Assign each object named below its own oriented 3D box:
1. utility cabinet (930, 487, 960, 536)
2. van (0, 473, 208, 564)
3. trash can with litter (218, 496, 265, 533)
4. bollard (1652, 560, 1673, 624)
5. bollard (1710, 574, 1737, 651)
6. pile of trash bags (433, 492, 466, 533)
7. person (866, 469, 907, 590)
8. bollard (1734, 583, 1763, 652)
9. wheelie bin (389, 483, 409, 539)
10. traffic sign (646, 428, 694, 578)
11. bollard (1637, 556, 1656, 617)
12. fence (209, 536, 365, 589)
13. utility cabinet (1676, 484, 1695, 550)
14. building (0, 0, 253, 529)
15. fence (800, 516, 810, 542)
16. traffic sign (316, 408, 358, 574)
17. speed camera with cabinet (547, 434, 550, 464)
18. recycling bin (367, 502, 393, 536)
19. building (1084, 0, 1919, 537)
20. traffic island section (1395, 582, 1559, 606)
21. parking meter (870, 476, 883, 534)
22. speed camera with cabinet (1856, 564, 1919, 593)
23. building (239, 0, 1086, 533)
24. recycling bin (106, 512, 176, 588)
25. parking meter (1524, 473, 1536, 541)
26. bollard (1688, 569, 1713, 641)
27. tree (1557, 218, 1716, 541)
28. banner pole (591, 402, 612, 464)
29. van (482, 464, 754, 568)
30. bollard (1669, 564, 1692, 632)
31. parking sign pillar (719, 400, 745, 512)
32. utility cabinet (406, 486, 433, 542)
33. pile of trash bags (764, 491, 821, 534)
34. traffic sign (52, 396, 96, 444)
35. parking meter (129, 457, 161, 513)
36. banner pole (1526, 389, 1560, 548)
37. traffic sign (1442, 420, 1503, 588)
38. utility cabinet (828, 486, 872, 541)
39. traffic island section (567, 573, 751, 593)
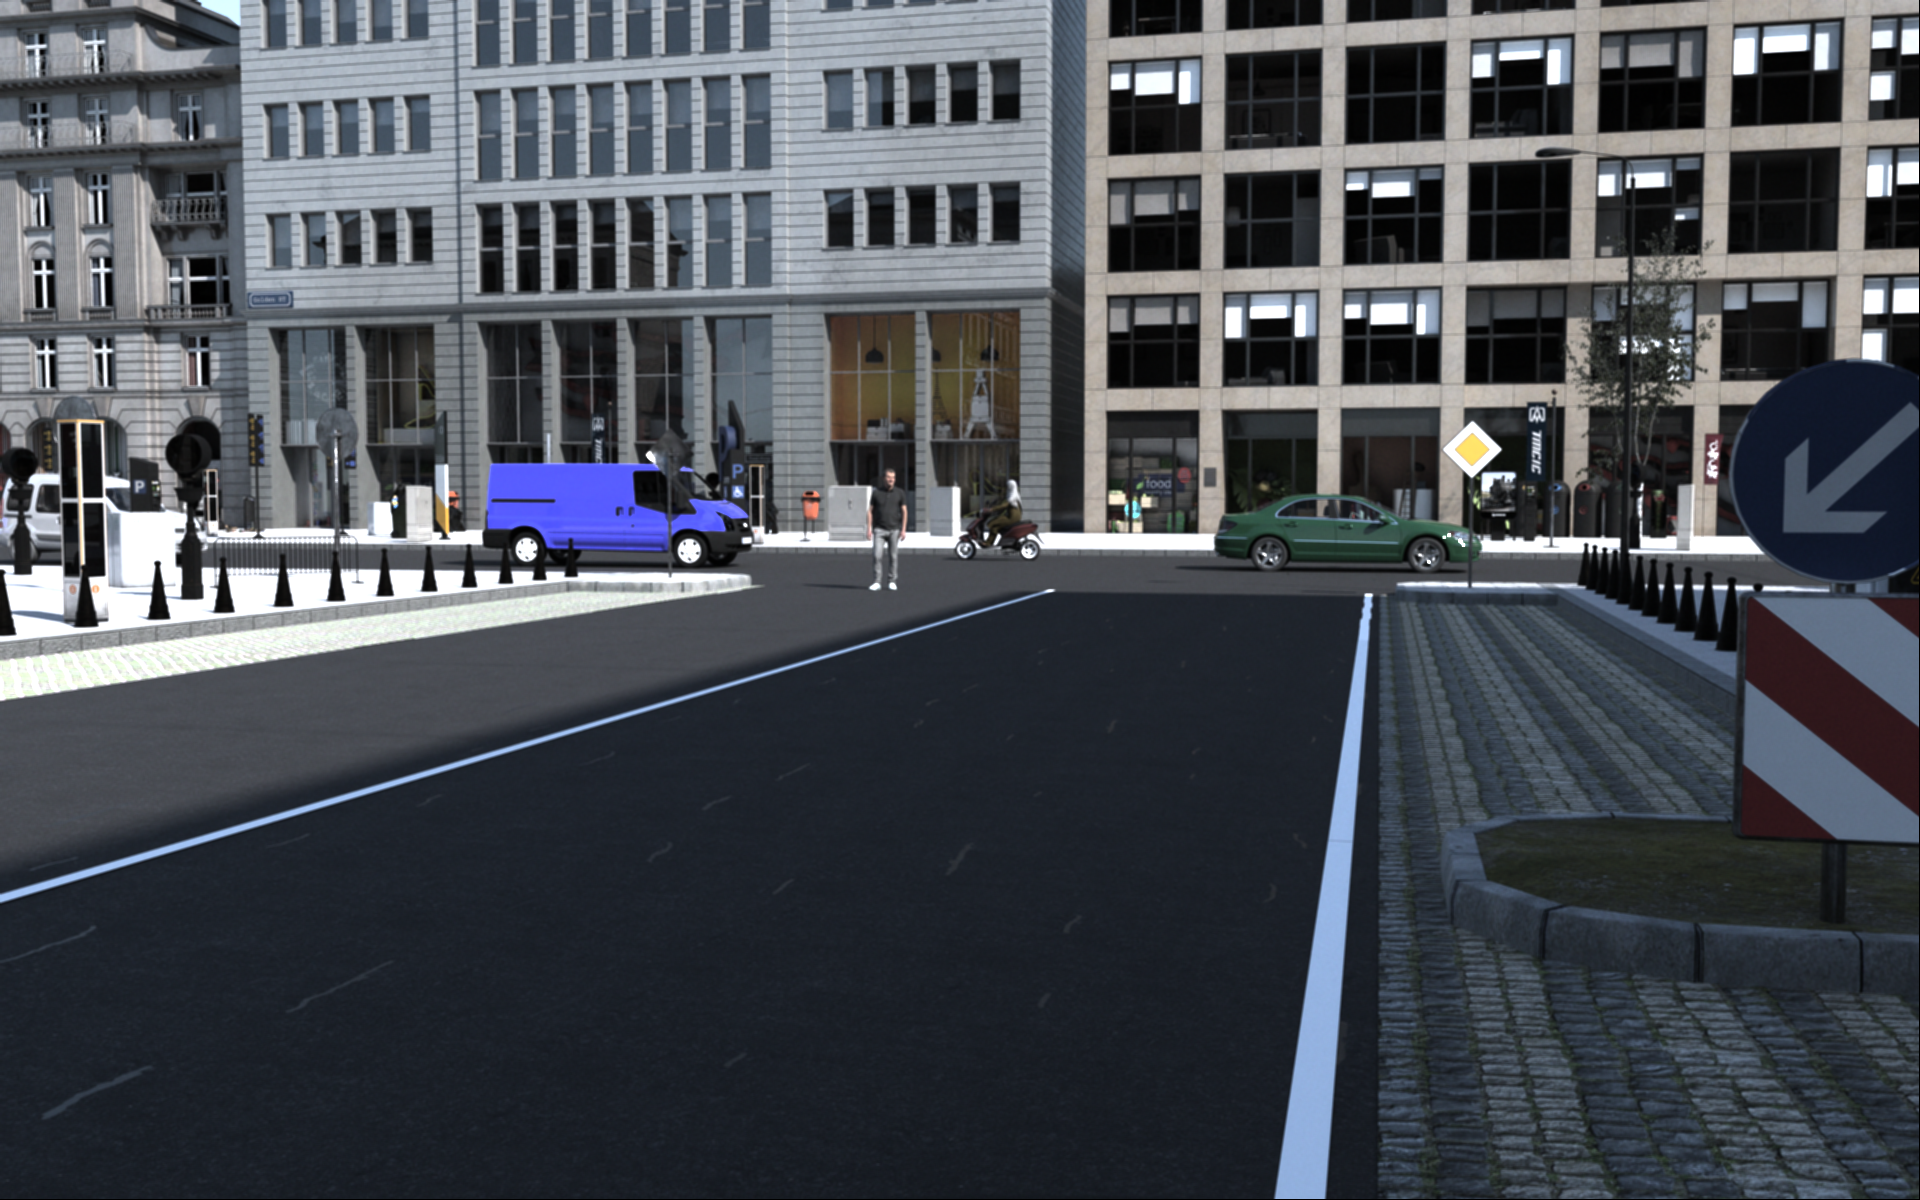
[{"bbox_3d":[-0.442,-2.662,52.203,0.318,1.500,1.173,-3,4,-36],"label":"utility cabinet"},{"bbox_3d":[-17.570,-1.748,35.591,4.112,2.044,2.013,1,4,14],"label":"van"},{"bbox_3d":[-24.258,-2.890,58.312,1.678,1.210,2.233,1,4,15],"label":"trash can with litter"},{"bbox_3d":[7.050,-0.072,17.217,0.229,0.601,0.229,0,3,0],"label":"bollard"},{"bbox_3d":[6.322,0.113,14.202,0.229,0.601,0.229,0,3,0],"label":"bollard"},{"bbox_3d":[-17.743,-3.010,58.960,1.912,1.369,3.447,0,4,1],"label":"pile of trash bags"},{"bbox_3d":[-1.106,-1.058,25.931,0.598,1.807,0.434,1,4,11],"label":"person"},{"bbox_3d":[6.076,0.174,13.200,0.229,0.601,0.229,0,3,0],"label":"bollard"},{"bbox_3d":[-16.030,-2.576,50.033,0.693,1.594,0.980,0,4,6],"label":"wheelie bin"},{"bbox_3d":[-4.430,-1.394,26.438,0.795,2.450,0.064,1,4,14],"label":"traffic sign"},{"bbox_3d":[7.289,-0.133,18.216,0.229,0.601,0.229,0,3,0],"label":"bollard"},{"bbox_3d":[-9.415,-0.544,24.268,2.069,0.683,0.278,-3,5,-41],"label":"fence"},{"bbox_3d":[16.585,-1.892,39.614,0.318,1.500,1.173,2,4,26],"label":"utility cabinet"},{"bbox_3d":[-36.146,-14.090,72.168,24.055,21.916,13.314,1,4,14],"label":"building"},{"bbox_3d":[-4.225,-1.952,47.291,0.278,0.683,2.069,0,4,-4],"label":"fence"},{"bbox_3d":[-9.192,-1.555,25.527,0.768,2.556,0.104,1,4,21],"label":"traffic sign"},{"bbox_3d":[-12.794,-3.806,56.563,2.038,3.252,0.660,2,4,33],"label":"speed camera with cabinet"},{"bbox_3d":[-17.695,-2.478,53.070,0.722,1.027,0.722,-2,4,-35],"label":"recycling bin"},{"bbox_3d":[22.800,-15.671,60.744,34.151,26.468,19.350,1,4,14],"label":"building"},{"bbox_3d":[7.005,-0.089,23.733,2.009,0.180,2.903,1,4,14],"label":"traffic island section"},{"bbox_3d":[-2.727,-3.091,56.253,0.399,1.863,0.255,2,4,33],"label":"parking meter"},{"bbox_3d":[8.592,-1.224,14.348,2.038,3.252,0.660,1,4,11],"label":"speed camera with cabinet"},{"bbox_3d":[-10.277,-17.531,64.119,29.804,29.767,11.434,1,4,14],"label":"building"},{"bbox_3d":[-11.356,-0.700,23.998,0.722,1.027,0.722,-3,5,-43],"label":"recycling bin"},{"bbox_3d":[15.477,-2.528,47.037,0.255,1.863,0.399,1,4,12],"label":"parking meter"},{"bbox_3d":[6.563,0.051,15.200,0.229,0.601,0.229,0,3,0],"label":"bollard"},{"bbox_3d":[18.512,-5.920,47.152,4.360,8.622,3.978,0,3,0],"label":"tree"},{"bbox_3d":[-9.707,-3.496,47.170,0.863,3.779,0.401,2,4,27],"label":"banner pole"},{"bbox_3d":[-6.736,-1.846,34.568,5.245,2.365,2.240,1,4,12],"label":"van"},{"bbox_3d":[6.811,-0.010,16.212,0.229,0.601,0.229,0,3,0],"label":"bollard"},{"bbox_3d":[-6.467,-3.713,49.182,1.447,3.967,1.447,-1,4,-21],"label":"parking sign pillar"},{"bbox_3d":[-14.342,-2.283,46.005,0.318,1.500,1.173,0,4,3],"label":"utility cabinet"},{"bbox_3d":[-6.159,-2.820,55.854,3.447,1.369,1.912,1,4,11],"label":"pile of trash bags"},{"bbox_3d":[-11.509,-1.369,22.492,0.768,2.556,0.104,1,4,22],"label":"traffic sign"},{"bbox_3d":[-12.895,-1.329,27.440,0.399,1.863,0.255,1,4,8],"label":"parking meter"},{"bbox_3d":[13.974,-3.150,41.514,0.863,3.779,0.401,0,4,6],"label":"banner pole"},{"bbox_3d":[6.981,-1.224,23.662,0.795,2.450,0.064,1,4,14],"label":"traffic sign"},{"bbox_3d":[-2.978,-2.331,46.785,1.173,1.500,0.318,1,4,22],"label":"utility cabinet"},{"bbox_3d":[-4.454,-0.258,26.505,2.009,0.180,2.903,1,4,14],"label":"traffic island section"}]
